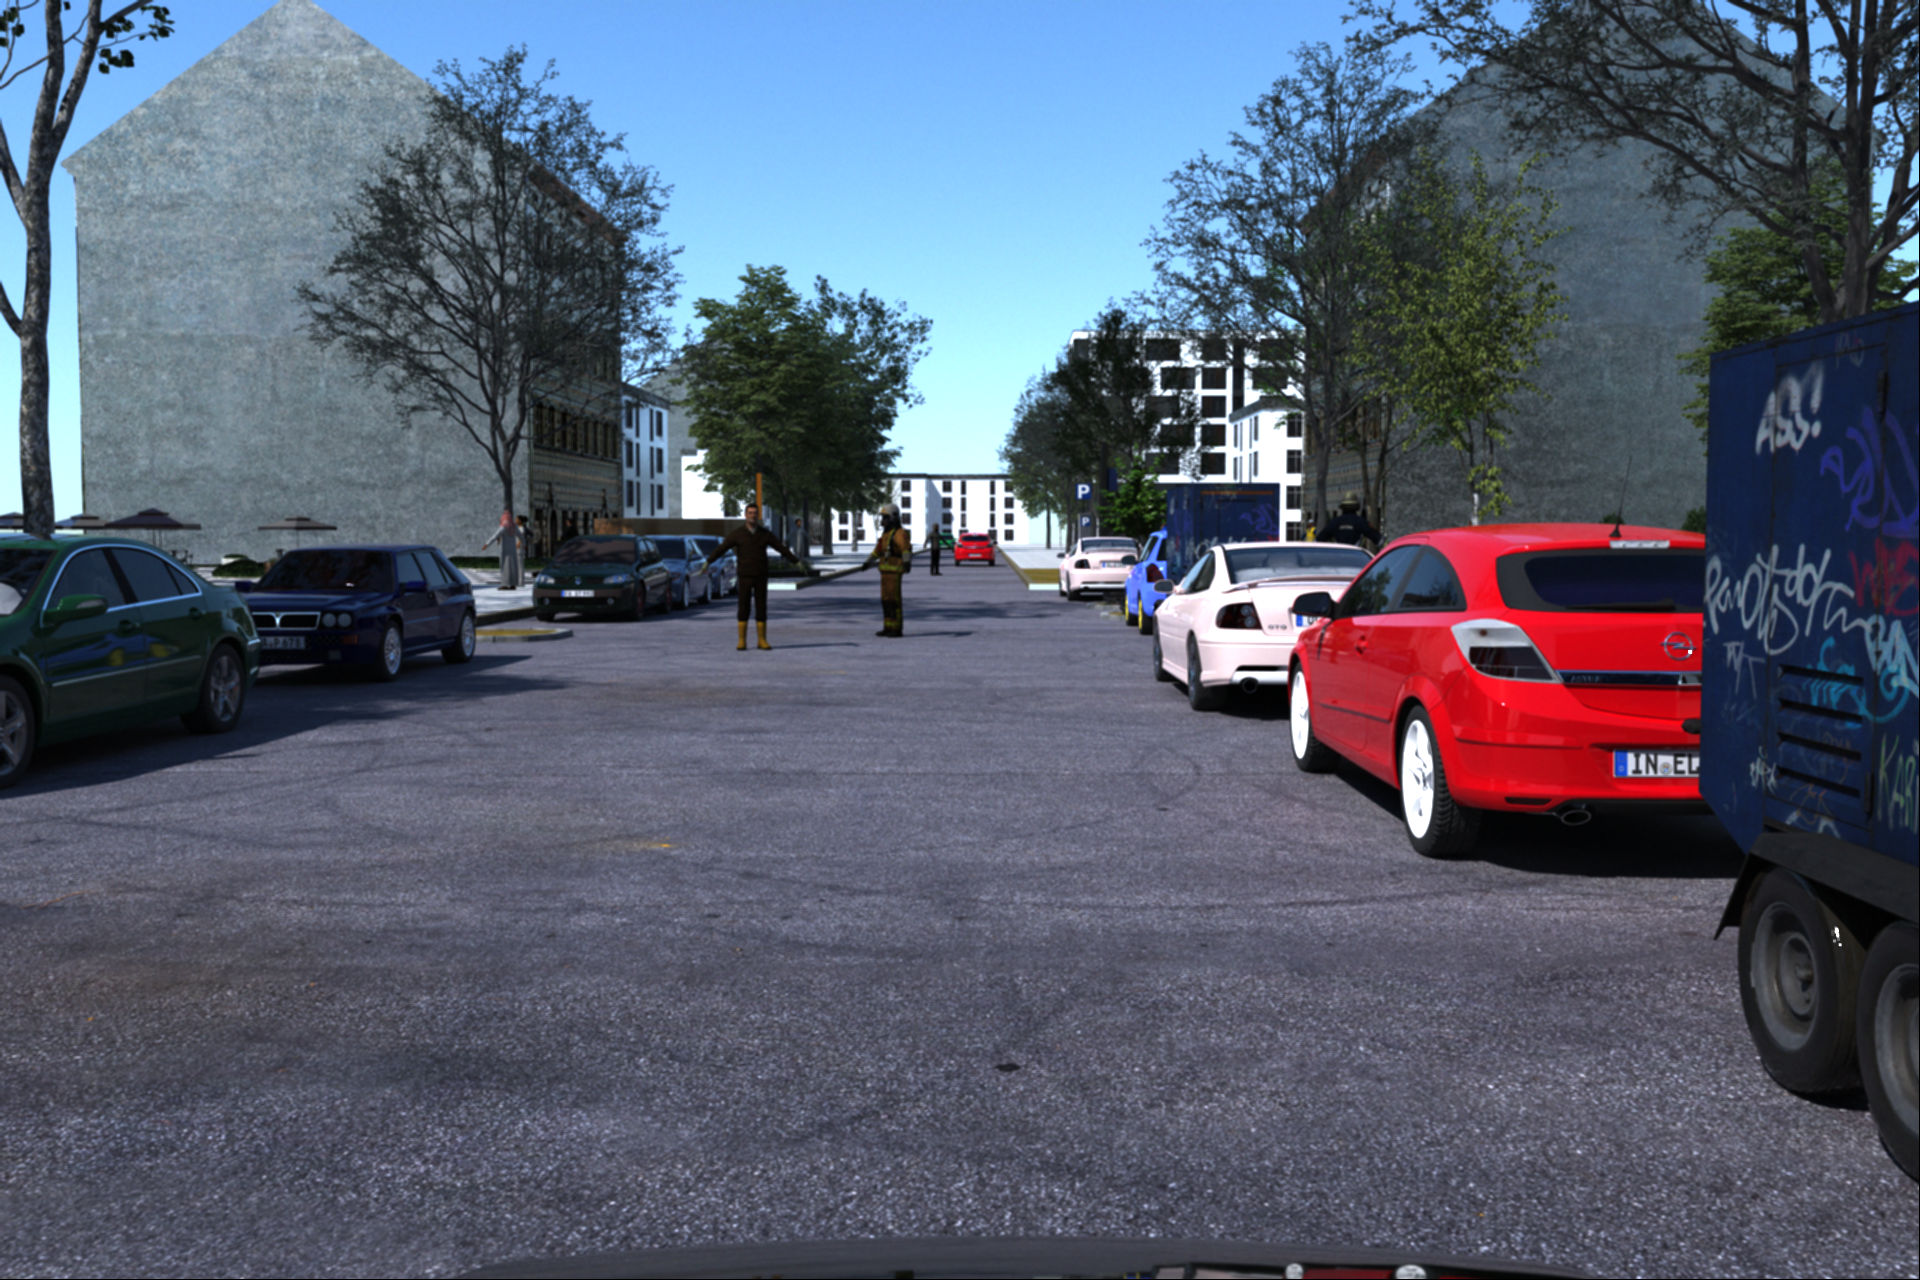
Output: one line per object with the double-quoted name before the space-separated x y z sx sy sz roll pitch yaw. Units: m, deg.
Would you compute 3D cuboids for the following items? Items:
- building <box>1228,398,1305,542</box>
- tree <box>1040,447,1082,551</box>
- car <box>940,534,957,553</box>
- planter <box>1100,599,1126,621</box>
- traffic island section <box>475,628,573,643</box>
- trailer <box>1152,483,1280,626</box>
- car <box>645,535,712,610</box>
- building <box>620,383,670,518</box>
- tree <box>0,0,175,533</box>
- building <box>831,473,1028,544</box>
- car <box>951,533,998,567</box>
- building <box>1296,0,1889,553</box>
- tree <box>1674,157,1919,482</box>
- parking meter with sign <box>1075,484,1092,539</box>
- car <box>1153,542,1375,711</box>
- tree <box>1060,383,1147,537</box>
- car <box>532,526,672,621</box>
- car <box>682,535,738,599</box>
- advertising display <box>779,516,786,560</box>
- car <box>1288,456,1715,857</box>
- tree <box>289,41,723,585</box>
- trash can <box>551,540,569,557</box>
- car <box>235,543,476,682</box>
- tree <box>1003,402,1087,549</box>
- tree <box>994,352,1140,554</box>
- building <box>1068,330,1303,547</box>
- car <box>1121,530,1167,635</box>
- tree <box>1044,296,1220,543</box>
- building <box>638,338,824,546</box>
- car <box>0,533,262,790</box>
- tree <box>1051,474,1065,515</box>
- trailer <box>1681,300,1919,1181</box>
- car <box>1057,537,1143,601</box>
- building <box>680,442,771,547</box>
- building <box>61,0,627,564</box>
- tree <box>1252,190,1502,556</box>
"building" 23.190 -10.098 107.258 9.099 9.664 28.070 0 4 0
"tree" 7.528 -11.097 131.790 4.360 8.622 3.978 0 3 0
"car" -1.185 -7.680 134.363 1.959 1.807 4.718 0 4 1
"planter" 3.391 -0.505 29.396 1.991 0.319 1.994 0 4 2
"traffic island section" -6.437 -0.059 23.838 1.991 0.108 1.994 0 4 2
"trailer" 3.094 -0.869 21.259 1.471 1.999 3.904 0 4 0
"car" -6.000 -1.357 34.183 2.014 1.417 4.499 0 4 1
"building" -22.706 -10.188 108.723 9.099 9.664 28.070 0 4 1
"tree" -13.246 -10.318 24.594 12.611 20.169 13.585 0 3 0
"building" -4.459 -18.031 239.414 28.070 9.664 9.099 0 4 2
"car" 0.652 -4.212 77.902 2.155 1.783 4.494 0 4 0
"building" 25.933 -14.970 75.681 19.493 23.208 18.063 0 4 1
"tree" 25.646 -8.237 52.803 7.486 12.596 7.792 0 3 0
"parking meter with sign" 4.246 -3.843 59.101 0.543 3.016 1.738 0 4 1
"car" 2.814 -0.186 15.403 2.083 1.381 4.827 0 4 1
"tree" 6.327 -8.062 82.170 4.360 8.622 3.978 0 3 0
"car" -6.087 -1.220 29.738 2.009 1.686 4.222 0 4 1
"car" -6.069 -1.681 39.487 2.014 1.417 4.499 0 4 0
"advertising display" -6.309 -3.457 61.732 0.123 1.923 0.974 0 4 1
"car" 2.926 -0.008 9.167 2.155 1.783 4.494 0 4 0
"tree" -11.585 -8.173 43.995 12.009 13.543 11.850 0 3 0
"trash can" -9.007 -1.720 39.767 0.748 1.137 0.748 0 3 0
"car" -6.334 -0.331 17.986 1.945 1.354 3.894 0 4 1
"tree" 7.136 -14.008 147.161 7.486 12.596 7.792 0 3 0
"tree" 7.265 -12.458 114.053 12.009 13.543 11.850 0 3 0
"building" 25.624 -21.137 189.571 27.936 21.610 32.646 0 4 1
"car" 3.407 -0.997 25.897 1.945 1.707 3.694 0 4 1
"tree" 6.785 -8.194 68.387 7.601 10.594 8.767 1 4 14
"building" -25.307 -22.241 194.563 19.493 23.208 18.063 0 4 1
"car" -6.225 0.039 11.157 2.131 1.459 4.920 0 4 1
"tree" 16.542 -20.230 241.137 12.009 13.543 11.850 0 3 0
"trailer" 2.827 0.139 4.784 1.471 1.999 3.904 0 4 1
"car" 3.215 -1.591 38.377 2.083 1.381 4.827 0 4 0
"building" -23.085 -14.013 171.263 9.099 9.664 28.070 0 4 0
"building" -26.713 -15.211 79.621 19.493 23.208 18.063 0 4 1
"tree" 12.729 -7.810 53.443 9.928 11.665 9.643 0 3 0
